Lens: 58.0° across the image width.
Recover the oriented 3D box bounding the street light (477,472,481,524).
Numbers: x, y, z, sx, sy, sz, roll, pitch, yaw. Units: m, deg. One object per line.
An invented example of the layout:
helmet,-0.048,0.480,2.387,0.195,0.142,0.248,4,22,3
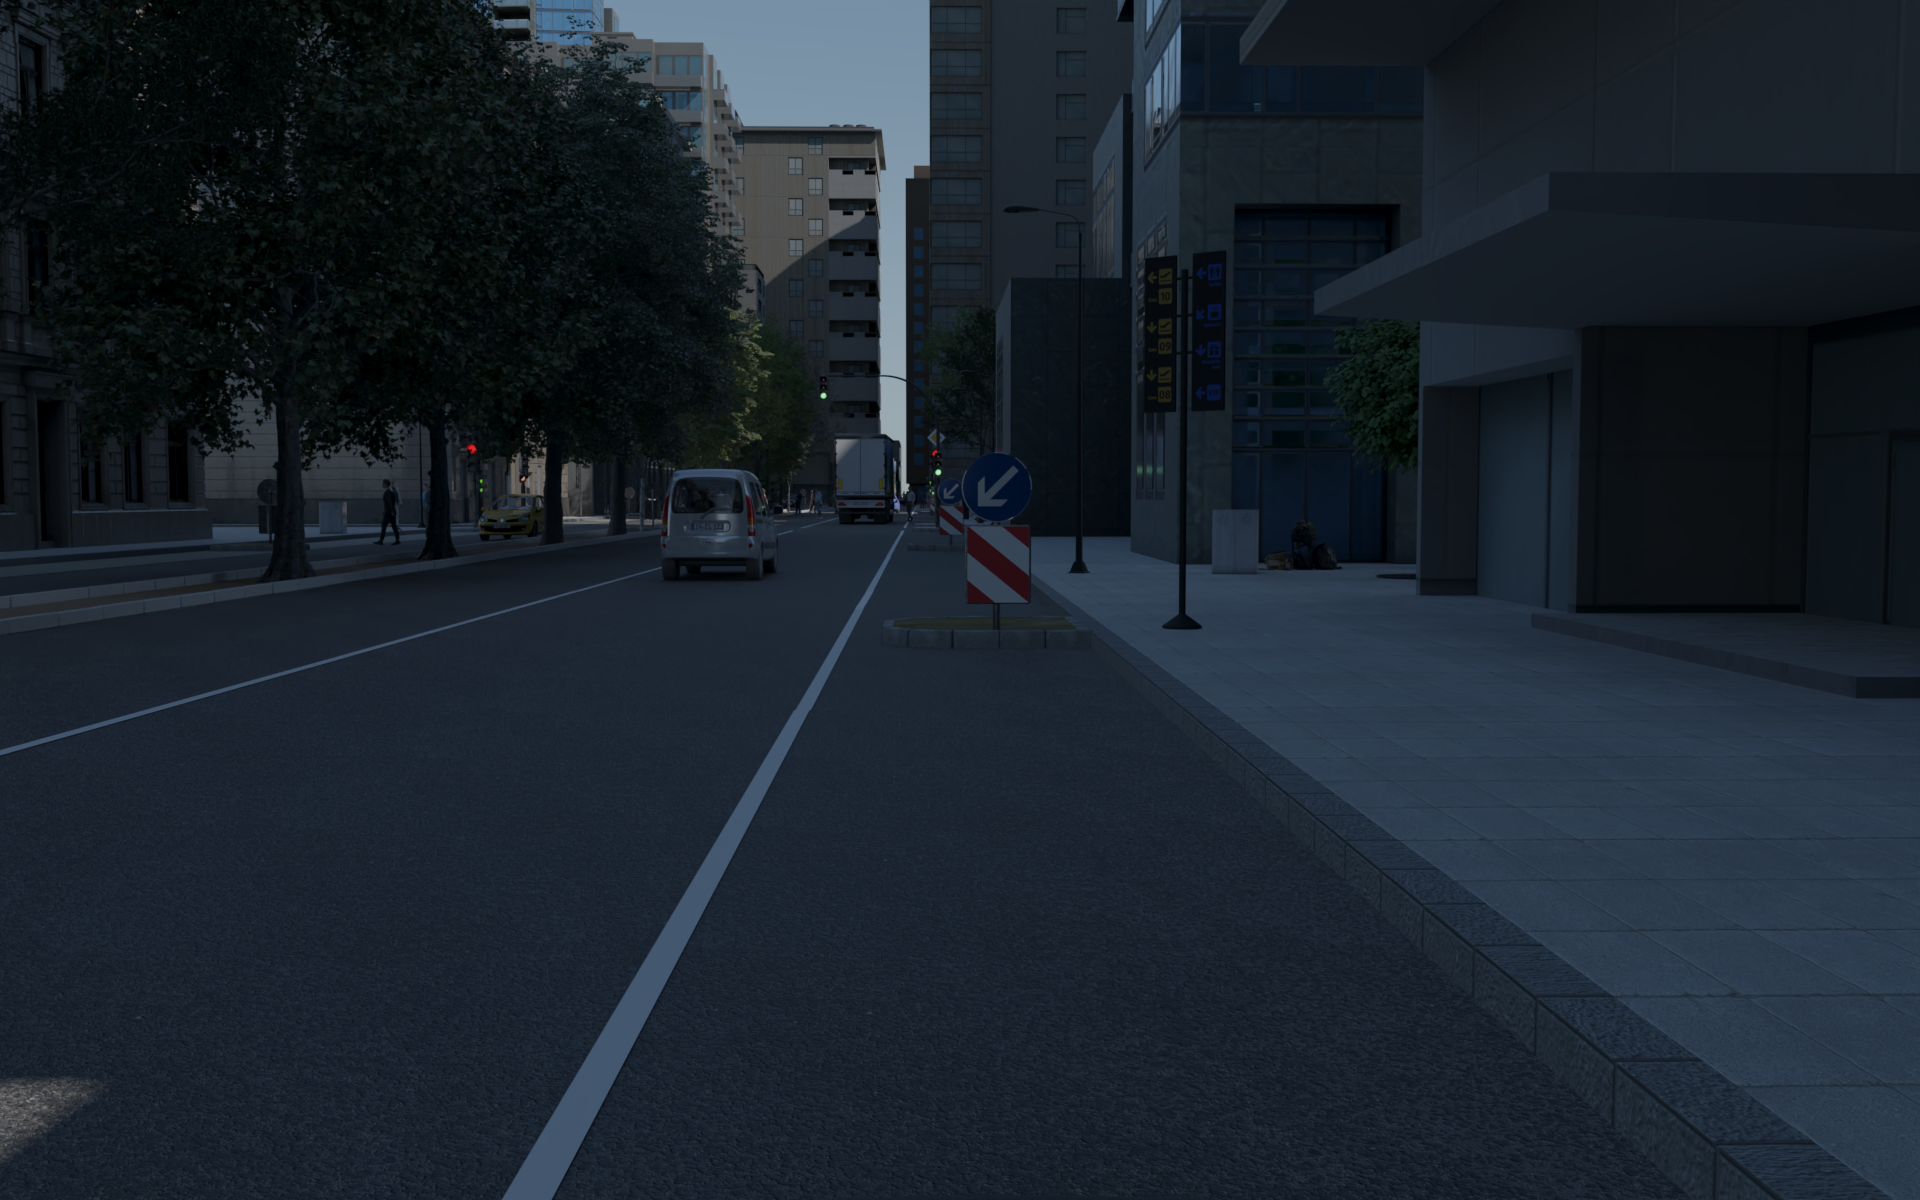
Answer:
street light,-19.938,-6.182,73.617,1.470,5.913,1.316,0,4,-1

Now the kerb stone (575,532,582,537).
kerb stone,-12.713,-2.131,57.062,0.120,0.150,1.000,0,4,-1

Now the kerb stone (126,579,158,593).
kerb stone,-12.035,-0.189,25.282,0.120,0.150,1.000,0,4,-1

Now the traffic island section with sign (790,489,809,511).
traffic island section with sign,-13.599,-8.604,148.805,2.006,1.907,1.989,0,4,-1

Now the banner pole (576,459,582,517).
banner pole,-21.066,-6.466,95.733,0.401,3.779,0.863,-3,4,-36

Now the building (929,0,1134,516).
building,5.070,-26.102,110.365,14.154,41.232,14.086,0,4,-1

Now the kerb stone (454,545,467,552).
kerb stone,-12.409,-1.255,42.717,0.120,0.150,1.000,0,4,-1

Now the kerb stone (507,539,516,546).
kerb stone,-12.515,-1.568,47.836,0.120,0.150,1.000,0,4,-1

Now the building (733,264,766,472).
building,-31.668,-27.285,217.817,14.107,30.474,14.160,0,4,-1

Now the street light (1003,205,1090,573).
street light,1.394,-3.391,27.981,1.470,5.913,1.316,0,4,-1

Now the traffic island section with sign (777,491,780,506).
traffic island section with sign,-21.029,-11.870,202.702,1.989,1.847,2.006,0,4,-1

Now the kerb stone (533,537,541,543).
kerb stone,-12.578,-1.757,50.919,0.120,0.150,1.000,0,4,-1

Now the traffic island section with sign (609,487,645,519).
traffic island section with sign,-18.819,-5.497,98.503,1.989,1.847,2.006,0,4,-1

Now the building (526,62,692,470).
building,-38.555,-28.636,160.086,32.217,40.220,23.993,0,4,-1

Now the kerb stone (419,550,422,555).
kerb stone,-12.337,-1.061,39.640,0.120,0.150,1.000,0,4,-1

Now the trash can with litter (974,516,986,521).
trash can with litter,1.078,-4.251,80.892,0.624,1.170,1.055,-3,5,-43

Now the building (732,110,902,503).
building,-22.287,-40.185,246.262,27.495,52.752,28.713,0,4,-1

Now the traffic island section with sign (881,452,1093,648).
traffic island section with sign,0.227,-0.514,17.032,1.989,1.847,2.006,0,4,-1

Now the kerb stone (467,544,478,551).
kerb stone,-12.431,-1.318,43.743,0.120,0.150,1.000,0,4,-1

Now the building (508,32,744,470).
building,-35.504,-34.717,187.227,23.786,49.044,30.456,0,4,-1

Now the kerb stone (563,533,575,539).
kerb stone,-12.690,-2.070,56.040,0.120,0.150,1.000,0,4,-1

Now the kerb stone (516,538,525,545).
kerb stone,-12.530,-1.631,48.867,0.120,0.150,1.000,0,4,-1

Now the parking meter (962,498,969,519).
parking meter,0.264,-5.006,87.558,0.399,1.863,0.255,0,4,-3

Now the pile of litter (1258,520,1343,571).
pile of litter,5.710,-0.951,29.518,1.719,0.858,1.176,0,4,1

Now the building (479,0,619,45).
building,-54.127,-54.970,211.422,31.000,86.520,22.319,0,4,-1

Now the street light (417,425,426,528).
street light,-19.836,-5.680,65.405,1.470,5.913,1.316,0,4,-1

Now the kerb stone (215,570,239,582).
kerb stone,-12.103,-0.377,28.366,0.120,0.150,1.000,0,4,-1

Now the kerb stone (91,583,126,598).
kerb stone,-12.012,-0.126,24.260,0.120,0.150,1.000,0,4,-1

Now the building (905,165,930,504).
building,-0.316,-36.018,239.005,14.200,45.320,14.600,0,4,-1

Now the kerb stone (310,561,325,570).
kerb stone,-12.185,-0.629,32.480,0.120,0.150,1.000,0,4,-1

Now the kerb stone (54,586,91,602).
kerb stone,-11.995,-0.064,23.236,0.120,0.150,1.000,0,4,-1

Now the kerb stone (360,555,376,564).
kerb stone,-12.260,-0.817,35.553,0.120,0.150,1.000,0,4,-1

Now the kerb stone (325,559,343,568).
kerb stone,-12.212,-0.688,33.502,0.120,0.150,1.000,0,4,-1

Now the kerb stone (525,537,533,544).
kerb stone,-12.547,-1.694,49.892,0.120,0.150,1.000,0,4,-1

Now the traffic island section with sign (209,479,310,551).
traffic island section with sign,-17.673,-2.160,43.945,1.989,1.847,2.006,0,4,-1

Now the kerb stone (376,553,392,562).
kerb stone,-12.272,-0.879,36.575,0.120,0.150,1.000,0,4,-1

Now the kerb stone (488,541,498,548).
kerb stone,-12.475,-1.443,45.791,0.120,0.150,1.000,0,4,-1

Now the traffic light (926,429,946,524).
traffic light,-1.030,-5.212,74.141,0.839,4.253,0.868,0,4,-1

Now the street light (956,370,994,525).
street light,0.709,-5.663,65.137,1.470,5.913,1.316,0,4,-1

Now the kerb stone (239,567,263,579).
kerb stone,-12.121,-0.440,29.394,0.120,0.150,1.000,0,4,-1

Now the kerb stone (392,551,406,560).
kerb stone,-12.299,-0.937,37.597,0.120,0.150,1.000,0,4,-1

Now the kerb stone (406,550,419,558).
kerb stone,-12.322,-1.004,38.618,0.120,0.150,1.000,0,4,-1

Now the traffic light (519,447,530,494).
traffic light,-16.498,-6.065,73.833,4.771,5.953,1.251,0,4,-1

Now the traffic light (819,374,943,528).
traffic light,-2.951,-5.584,65.972,4.771,5.953,1.251,0,4,-1

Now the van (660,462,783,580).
van,-4.137,-1.417,30.174,2.013,2.044,4.112,0,4,-1

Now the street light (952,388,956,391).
street light,0.367,-6.322,75.903,1.470,5.913,1.316,0,4,-1

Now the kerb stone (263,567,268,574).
kerb stone,-12.135,-0.503,30.427,0.120,0.150,1.000,0,4,-1

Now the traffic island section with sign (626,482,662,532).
traffic island section with sign,-11.850,-3.556,66.278,2.006,1.907,1.989,0,4,-1

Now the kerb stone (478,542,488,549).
kerb stone,-12.448,-1.380,44.766,0.120,0.150,1.000,0,4,-1

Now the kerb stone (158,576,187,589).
kerb stone,-12.055,-0.252,26.308,0.120,0.150,1.000,0,4,-1

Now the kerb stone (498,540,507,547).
kerb stone,-12.491,-1.506,46.814,0.120,0.150,1.000,0,4,-1

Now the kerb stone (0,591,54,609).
kerb stone,-11.963,-0.001,22.214,0.120,0.150,1.000,0,4,-1

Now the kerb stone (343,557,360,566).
kerb stone,-12.238,-0.749,34.524,0.120,0.150,1.000,0,4,-1

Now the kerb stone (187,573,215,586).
kerb stone,-12.077,-0.315,27.344,0.120,0.150,1.000,0,4,-1

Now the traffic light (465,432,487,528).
traffic light,-18.418,-4.700,65.771,0.839,4.253,0.868,0,4,-1
